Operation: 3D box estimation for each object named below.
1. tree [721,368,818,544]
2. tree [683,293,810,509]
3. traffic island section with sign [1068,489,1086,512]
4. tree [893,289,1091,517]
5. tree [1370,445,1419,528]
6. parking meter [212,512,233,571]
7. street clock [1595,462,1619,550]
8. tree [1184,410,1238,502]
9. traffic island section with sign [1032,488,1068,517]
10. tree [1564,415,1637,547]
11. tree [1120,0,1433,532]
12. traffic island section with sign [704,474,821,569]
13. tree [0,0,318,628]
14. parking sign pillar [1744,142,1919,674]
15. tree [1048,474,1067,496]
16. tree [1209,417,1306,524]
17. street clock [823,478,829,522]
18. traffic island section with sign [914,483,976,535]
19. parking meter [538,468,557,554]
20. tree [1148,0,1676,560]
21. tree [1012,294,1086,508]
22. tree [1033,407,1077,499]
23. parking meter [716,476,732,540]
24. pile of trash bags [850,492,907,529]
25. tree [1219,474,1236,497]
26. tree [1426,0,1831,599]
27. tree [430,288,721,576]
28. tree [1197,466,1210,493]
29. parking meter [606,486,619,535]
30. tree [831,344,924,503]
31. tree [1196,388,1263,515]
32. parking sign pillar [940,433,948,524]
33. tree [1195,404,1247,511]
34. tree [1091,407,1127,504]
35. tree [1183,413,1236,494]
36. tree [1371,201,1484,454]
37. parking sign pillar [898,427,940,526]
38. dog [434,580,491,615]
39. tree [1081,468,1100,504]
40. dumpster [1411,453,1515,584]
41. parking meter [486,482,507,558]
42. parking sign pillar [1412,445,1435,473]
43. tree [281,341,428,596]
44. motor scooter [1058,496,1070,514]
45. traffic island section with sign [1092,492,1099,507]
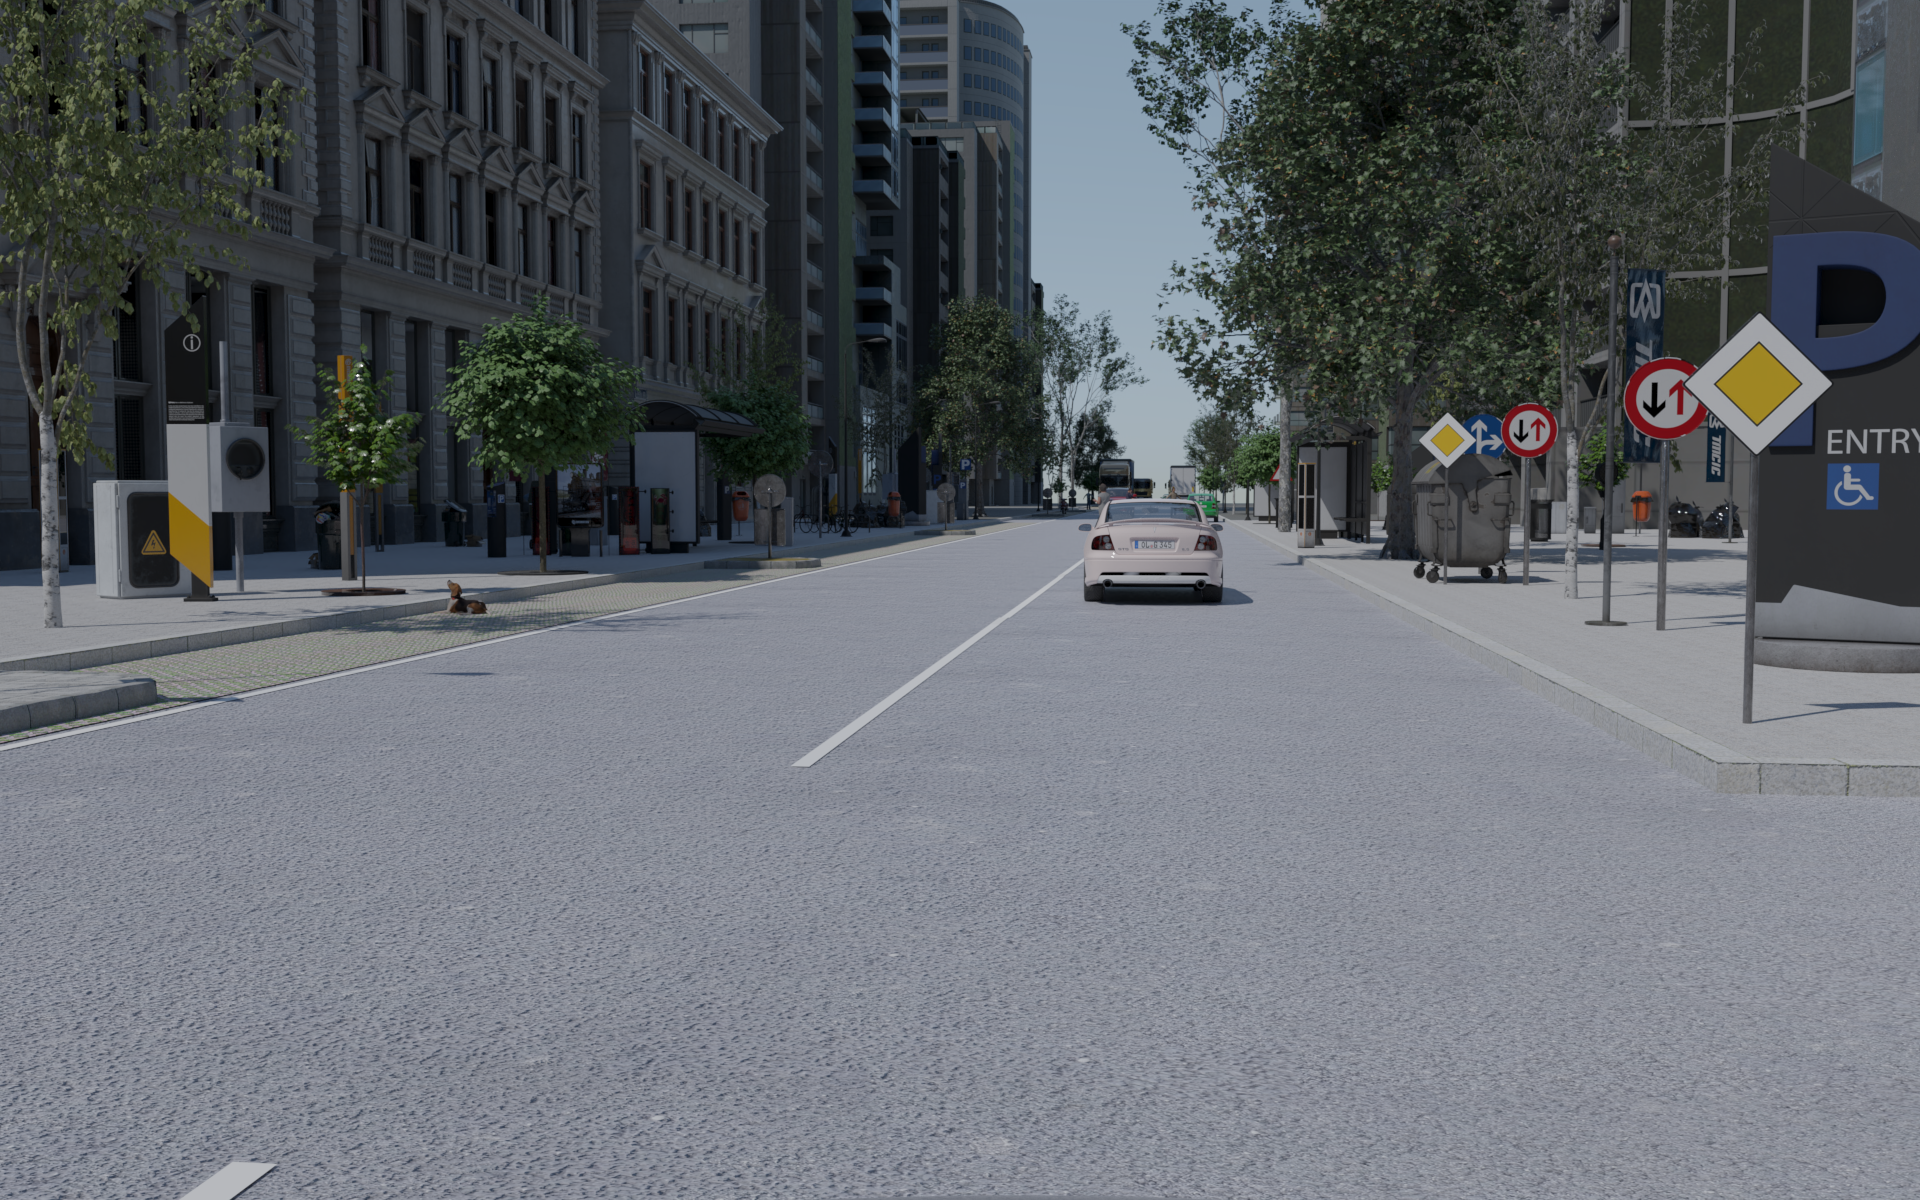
[{"bbox_3d":[-5.372,-3.771,45.371,4.285,4.588,4.351,0,3,0],"label":"tree"},{"bbox_3d":[-7.572,-6.877,62.796,4.737,8.622,4.395,0,3,0],"label":"tree"},{"bbox_3d":[8.967,-7.859,137.119,1.989,1.847,2.006,0,4,7],"label":"traffic island section with sign"},{"bbox_3d":[0.983,-11.009,97.007,9.611,12.733,9.660,0,3,0],"label":"tree"},{"bbox_3d":[16.595,-4.379,66.195,1.663,3.219,1.824,0,3,0],"label":"tree"},{"bbox_3d":[-12.432,-1.264,29.076,0.372,1.533,0.369,0,3,0],"label":"parking meter"},{"bbox_3d":[14.775,-2.144,39.625,0.471,2.002,0.358,0,4,-6],"label":"street clock"},{"bbox_3d":[28.191,-15.770,192.251,7.601,10.594,8.767,-1,4,-20],"label":"tree"},{"bbox_3d":[5.621,-6.200,109.999,1.989,1.847,2.006,0,4,7],"label":"traffic island section with sign"},{"bbox_3d":[15.564,-2.911,42.201,1.663,3.219,1.824,0,3,0],"label":"tree"},{"bbox_3d":[11.919,-12.275,56.579,12.611,20.169,13.585,0,3,0],"label":"tree"},{"bbox_3d":[-3.780,-1.539,33.788,1.989,1.847,2.006,0,4,7],"label":"traffic island section with sign"},{"bbox_3d":[-8.521,-4.046,16.521,4.737,8.622,4.395,0,3,0],"label":"tree"},{"bbox_3d":[6.713,-1.498,12.965,1.447,3.967,1.447,2,4,32],"label":"parking sign pillar"},{"bbox_3d":[8.763,-9.766,154.281,1.663,3.219,1.824,0,3,0],"label":"tree"},{"bbox_3d":[13.355,-5.530,74.128,4.285,4.588,4.351,0,3,0],"label":"tree"},{"bbox_3d":[-5.988,-4.472,77.689,0.358,2.002,0.471,-1,4,-19],"label":"street clock"},{"bbox_3d":[-0.483,-3.175,60.542,1.989,1.847,2.006,0,4,7],"label":"traffic island section with sign"},{"bbox_3d":[-8.821,-1.916,37.041,0.255,1.863,0.399,-3,5,-40],"label":"parking meter"},{"bbox_3d":[8.726,-7.145,33.830,9.611,12.733,9.660,0,3,0],"label":"tree"},{"bbox_3d":[10.327,-18.697,161.590,12.611,20.169,13.585,0,3,0],"label":"tree"},{"bbox_3d":[7.573,-11.767,142.760,4.737,8.622,4.395,0,3,0],"label":"tree"},{"bbox_3d":[-6.546,-2.594,48.123,0.255,1.863,0.399,3,4,38],"label":"parking meter"},{"bbox_3d":[-2.920,-3.423,65.726,1.912,1.369,3.447,-1,4,-20],"label":"pile of trash bags"},{"bbox_3d":[22.365,-9.295,146.575,1.663,3.219,1.824,0,3,0],"label":"tree"},{"bbox_3d":[7.644,-4.308,20.794,4.360,8.622,3.978,0,3,0],"label":"tree"},{"bbox_3d":[-6.798,-2.695,27.784,4.285,4.588,4.351,0,3,0],"label":"tree"},{"bbox_3d":[18.415,-7.768,110.722,4.285,4.588,4.351,0,3,0],"label":"tree"},{"bbox_3d":[-10.805,-2.781,53.875,0.372,1.533,0.369,0,3,0],"label":"parking meter"},{"bbox_3d":[-3.986,-8.211,84.606,4.360,8.622,3.978,0,3,0],"label":"tree"},{"bbox_3d":[16.609,-9.538,106.308,4.360,8.622,3.978,0,3,0],"label":"tree"},{"bbox_3d":[-1.001,-5.347,75.887,1.447,3.967,1.447,0,4,-1],"label":"parking sign pillar"},{"bbox_3d":[20.396,-11.168,132.964,4.737,8.622,4.395,0,3,0],"label":"tree"},{"bbox_3d":[17.473,-19.031,228.160,9.611,12.733,9.660,0,3,0],"label":"tree"},{"bbox_3d":[31.378,-17.750,215.974,9.928,11.665,9.643,0,3,0],"label":"tree"},{"bbox_3d":[11.800,-5.592,41.797,4.737,8.622,4.395,0,3,0],"label":"tree"},{"bbox_3d":[-1.942,-4.997,70.173,1.447,3.967,1.447,-3,5,-42],"label":"parking sign pillar"},{"bbox_3d":[-5.899,-0.022,20.561,0.550,0.427,0.748,-2,4,-33],"label":"dog"},{"bbox_3d":[18.932,-15.449,236.307,4.285,4.588,4.351,0,3,0],"label":"tree"},{"bbox_3d":[7.392,-1.206,25.482,1.264,1.857,1.865,0,4,7],"label":"dumpster"},{"bbox_3d":[-9.373,-1.628,35.024,0.372,1.533,0.369,0,3,0],"label":"parking meter"},{"bbox_3d":[21.679,-5.685,81.422,1.447,3.967,1.447,3,5,40],"label":"parking sign pillar"},{"bbox_3d":[-7.556,-1.676,22.009,1.663,3.219,1.824,0,3,0],"label":"tree"},{"bbox_3d":[7.392,-6.725,122.733,0.815,1.314,1.986,1,4,9],"label":"motor scooter"},{"bbox_3d":[15.692,-11.196,191.677,1.989,1.847,2.006,0,4,7],"label":"traffic island section with sign"}]
